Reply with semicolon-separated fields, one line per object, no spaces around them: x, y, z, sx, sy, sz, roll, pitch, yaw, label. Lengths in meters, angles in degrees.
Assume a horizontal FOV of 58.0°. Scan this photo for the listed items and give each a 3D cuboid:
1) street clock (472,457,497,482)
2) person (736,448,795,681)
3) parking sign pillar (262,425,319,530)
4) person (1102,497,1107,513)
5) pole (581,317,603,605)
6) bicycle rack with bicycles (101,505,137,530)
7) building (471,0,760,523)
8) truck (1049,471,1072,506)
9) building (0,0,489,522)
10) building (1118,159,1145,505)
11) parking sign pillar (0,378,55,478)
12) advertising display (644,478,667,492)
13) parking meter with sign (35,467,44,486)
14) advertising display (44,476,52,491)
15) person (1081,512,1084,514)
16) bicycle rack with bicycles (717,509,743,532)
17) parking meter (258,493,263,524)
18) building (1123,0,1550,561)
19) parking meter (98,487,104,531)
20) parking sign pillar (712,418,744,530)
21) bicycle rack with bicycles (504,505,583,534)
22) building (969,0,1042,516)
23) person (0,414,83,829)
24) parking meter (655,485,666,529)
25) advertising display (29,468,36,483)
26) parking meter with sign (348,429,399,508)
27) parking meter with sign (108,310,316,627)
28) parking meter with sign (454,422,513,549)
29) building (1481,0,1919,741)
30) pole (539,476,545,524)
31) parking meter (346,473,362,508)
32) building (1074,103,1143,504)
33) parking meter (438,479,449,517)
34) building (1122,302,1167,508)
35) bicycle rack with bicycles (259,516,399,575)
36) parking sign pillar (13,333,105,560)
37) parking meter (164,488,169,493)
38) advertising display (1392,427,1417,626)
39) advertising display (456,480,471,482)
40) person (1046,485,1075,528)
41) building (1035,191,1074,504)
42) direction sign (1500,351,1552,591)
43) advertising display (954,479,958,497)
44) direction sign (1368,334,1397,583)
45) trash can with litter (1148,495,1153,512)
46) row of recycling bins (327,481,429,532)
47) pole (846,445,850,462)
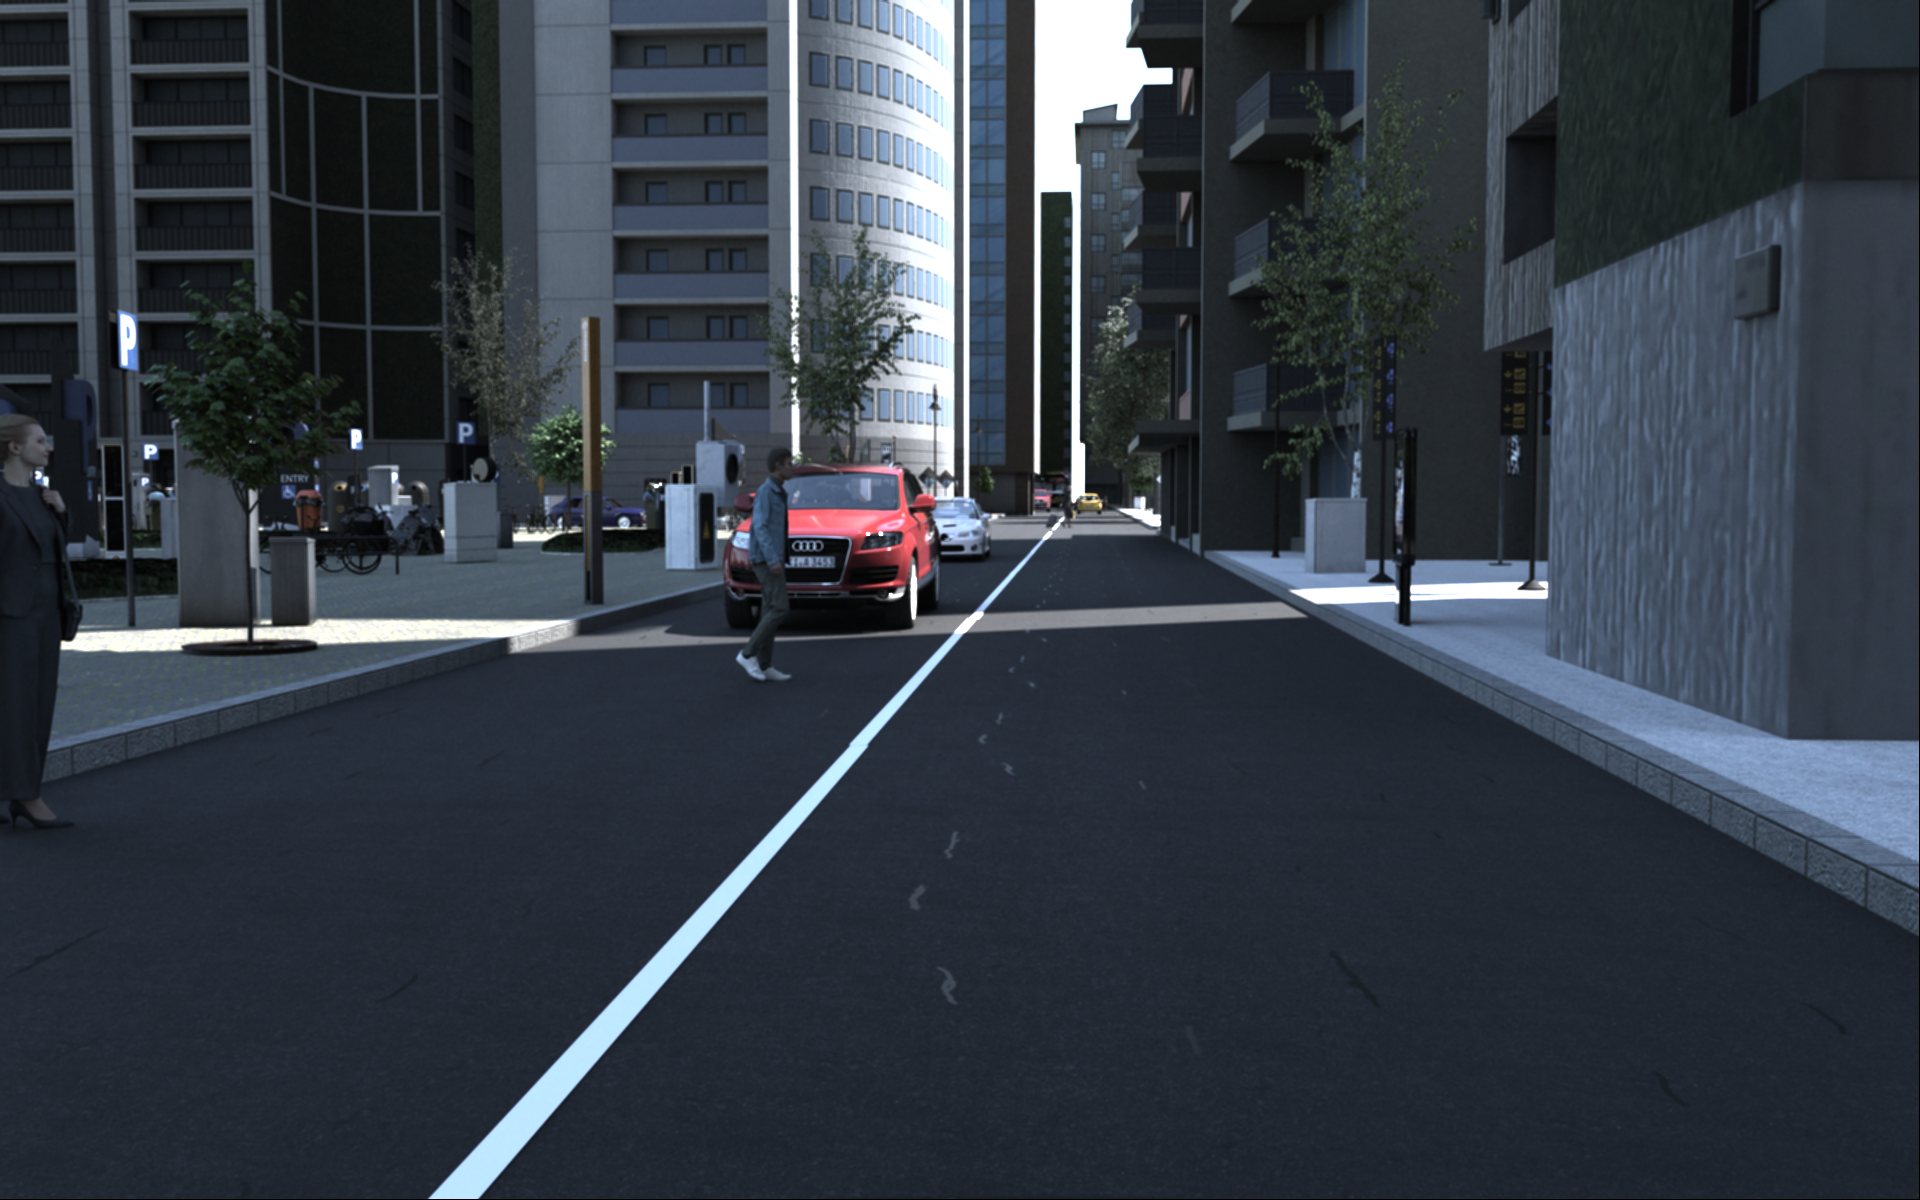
-9.422;-1.822;34.359;0.471;2.002;0.358;2;4;34;street clock
-1.478;-0.269;13.237;0.444;1.785;0.601;1;4;9;person
-16.885;-3.376;43.670;1.447;3.967;1.447;0;4;-4;parking sign pillar
10.868;-7.145;129.996;0.362;1.253;0.373;0;4;5;person
-4.267;-1.605;20.092;0.158;3.312;0.155;0;3;0;pole
-28.895;-2.700;57.527;2.852;0.926;2.925;-3;4;-38;bicycle rack with bicycles
-10.939;-33.503;89.773;21.231;58.520;28.212;0;4;4;building
12.107;-13.501;209.653;2.839;4.237;11.283;0;4;6;truck
-34.419;-39.439;83.076;20.611;71.187;20.563;0;4;4;building
26.649;-32.428;213.793;14.154;41.232;14.086;0;4;4;building
-19.238;-2.817;34.523;1.447;3.967;1.447;0;4;1;parking sign pillar
-12.611;-4.074;71.830;0.974;1.923;0.123;-3;4;-37;advertising display
-52.727;-6.328;99.724;0.543;3.016;1.738;1;4;20;parking meter with sign
-33.153;-3.518;62.740;0.974;1.923;0.123;3;4;38;advertising display
9.001;-6.984;127.364;0.332;1.250;0.352;1;4;19;person
-7.159;-2.792;59.034;2.852;0.926;2.925;-2;4;-35;bicycle rack with bicycles
-29.858;-4.174;73.957;0.255;1.863;0.399;3;5;44;parking meter
15.629;-23.903;45.441;22.147;44.769;28.867;0;4;4;building
-21.742;-2.147;43.521;0.372;1.533;0.369;0;3;0;parking meter
-8.339;-4.512;62.241;1.447;3.967;1.447;2;4;31;parking sign pillar
-13.600;-2.657;56.830;2.852;0.926;2.925;-2;4;-28;bicycle rack with bicycles
-1.564;-28.662;118.729;14.600;45.320;14.200;0;4;4;building
-4.079;0.093;7.406;0.534;1.772;0.576;-1;4;-12;person
-8.192;-2.396;47.584;0.372;1.533;0.369;0;3;0;parking meter
-17.009;-1.606;31.480;0.123;1.923;0.974;-1;4;-10;advertising display
-15.396;-3.058;46.253;1.738;3.016;0.543;1;4;14;parking meter with sign
-7.212;-1.257;16.816;1.738;3.016;0.543;0;4;-8;parking meter with sign
-11.310;-2.754;41.296;1.738;3.016;0.543;3;5;40;parking meter with sign
11.815;-14.846;14.440;14.160;30.474;14.107;0;4;4;building
-17.728;-4.864;73.369;0.158;3.312;0.155;0;3;0;pole
-16.854;-2.596;48.152;0.399;1.863;0.255;-1;4;-21;parking meter
29.654;-39.882;241.305;27.495;52.752;28.713;0;4;4;building
-19.278;-3.609;64.717;0.399;1.863;0.255;-1;4;-11;parking meter
30.025;-19.762;168.144;27.650;21.520;28.899;0;4;4;building
-10.430;-0.884;27.831;2.925;0.926;2.852;-3;4;-36;bicycle rack with bicycles
-15.218;-2.529;29.814;1.447;3.967;1.447;-1;4;-15;parking sign pillar
-27.271;-3.113;59.312;0.372;1.533;0.369;0;3;0;parking meter
4.405;-0.732;17.185;0.123;1.923;0.974;1;4;8;advertising display
-23.067;-4.615;80.661;0.974;1.923;0.123;2;4;31;advertising display
4.319;-3.988;73.917;1.509;1.804;0.699;-2;4;-31;person
8.414;-33.797;236.171;14.086;41.232;14.154;0;4;4;building
7.639;-1.898;23.035;0.876;3.537;0.379;1;4;17;direction sign
-0.189;-4.378;76.800;0.123;1.923;0.974;0;4;3;advertising display
6.119;-2.020;25.029;0.379;3.537;0.876;0;4;-5;direction sign
14.696;-7.125;127.544;2.233;1.210;1.678;1;4;14;trash can with litter
-18.551;-2.945;55.260;3.534;1.692;1.069;1;4;13;row of recycling bins
-4.632;-4.791;72.173;0.158;3.312;0.155;0;3;0;pole
